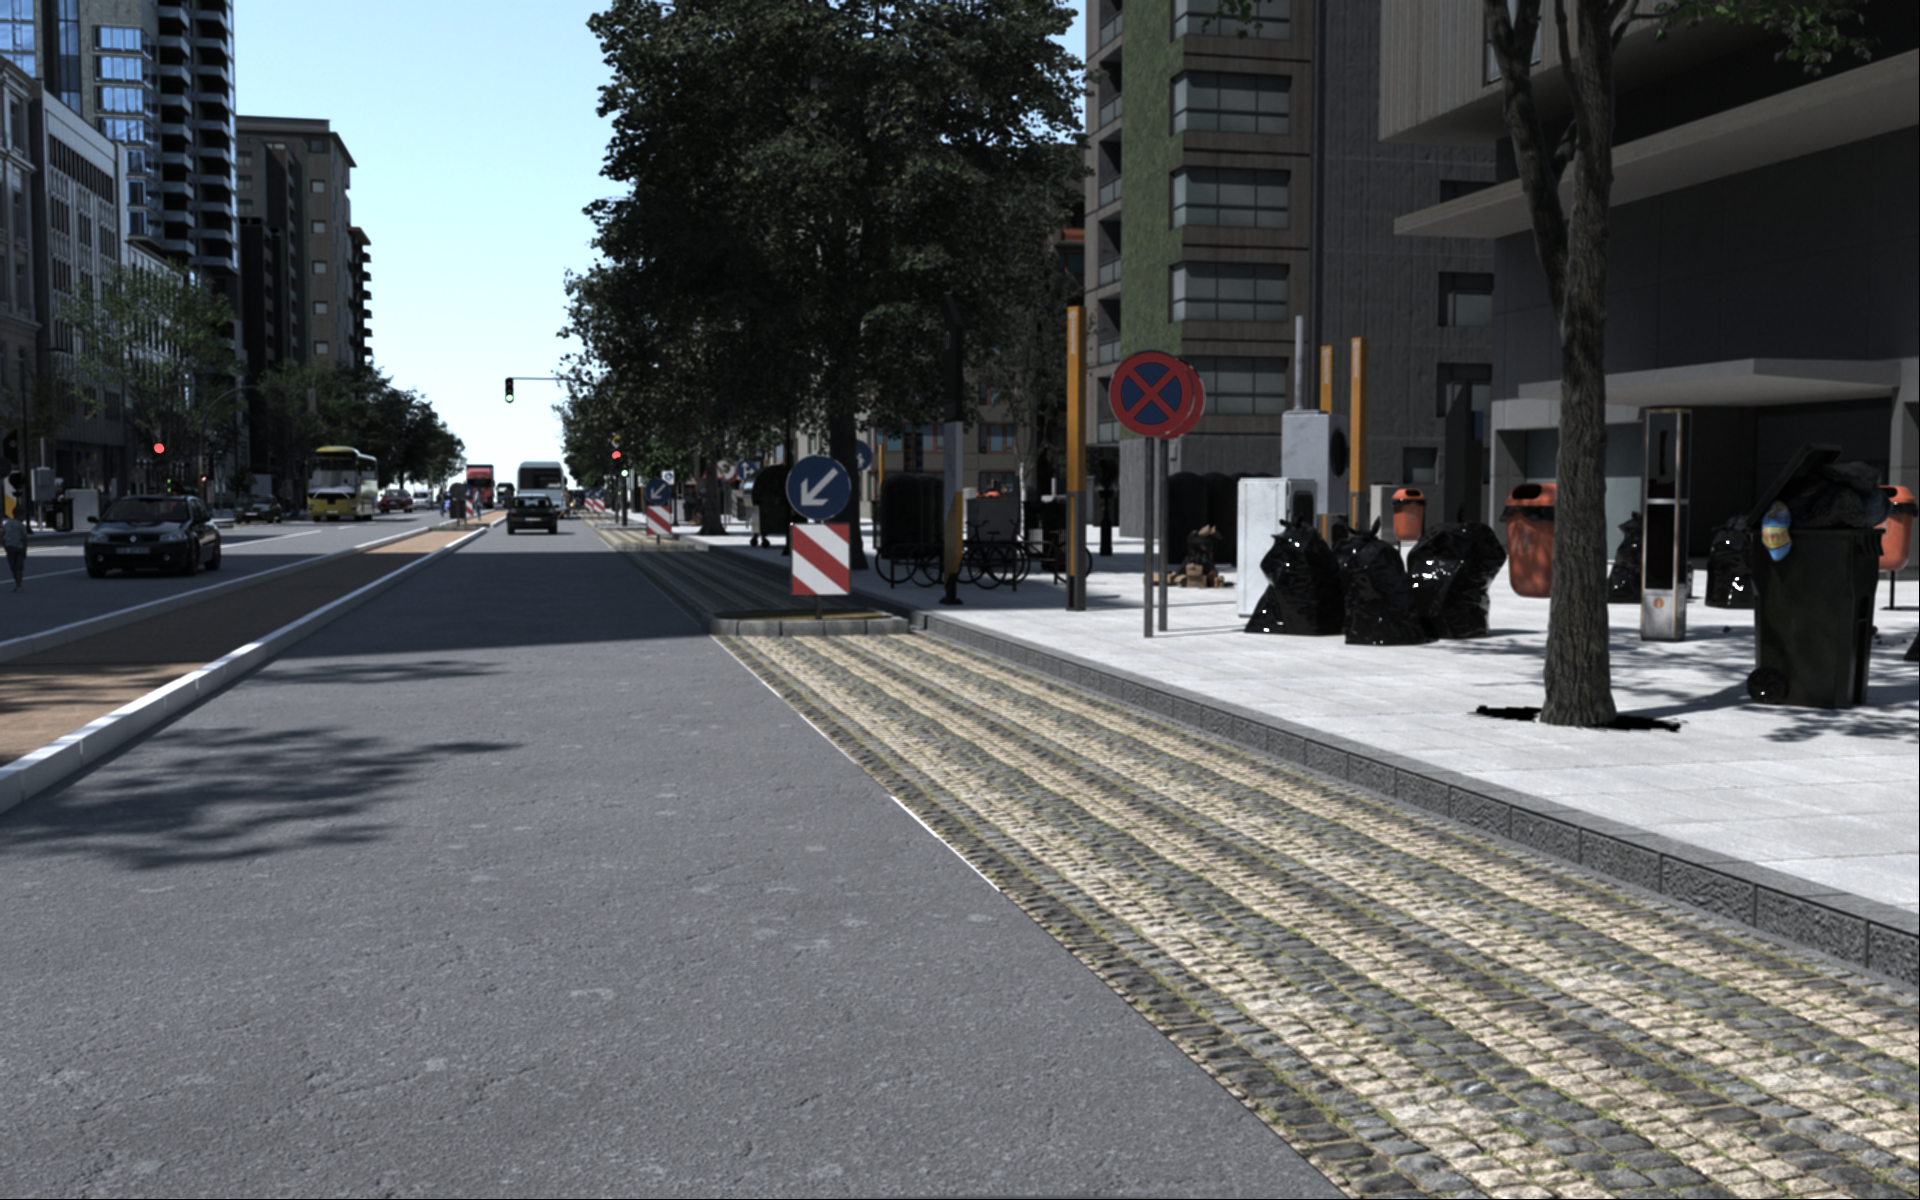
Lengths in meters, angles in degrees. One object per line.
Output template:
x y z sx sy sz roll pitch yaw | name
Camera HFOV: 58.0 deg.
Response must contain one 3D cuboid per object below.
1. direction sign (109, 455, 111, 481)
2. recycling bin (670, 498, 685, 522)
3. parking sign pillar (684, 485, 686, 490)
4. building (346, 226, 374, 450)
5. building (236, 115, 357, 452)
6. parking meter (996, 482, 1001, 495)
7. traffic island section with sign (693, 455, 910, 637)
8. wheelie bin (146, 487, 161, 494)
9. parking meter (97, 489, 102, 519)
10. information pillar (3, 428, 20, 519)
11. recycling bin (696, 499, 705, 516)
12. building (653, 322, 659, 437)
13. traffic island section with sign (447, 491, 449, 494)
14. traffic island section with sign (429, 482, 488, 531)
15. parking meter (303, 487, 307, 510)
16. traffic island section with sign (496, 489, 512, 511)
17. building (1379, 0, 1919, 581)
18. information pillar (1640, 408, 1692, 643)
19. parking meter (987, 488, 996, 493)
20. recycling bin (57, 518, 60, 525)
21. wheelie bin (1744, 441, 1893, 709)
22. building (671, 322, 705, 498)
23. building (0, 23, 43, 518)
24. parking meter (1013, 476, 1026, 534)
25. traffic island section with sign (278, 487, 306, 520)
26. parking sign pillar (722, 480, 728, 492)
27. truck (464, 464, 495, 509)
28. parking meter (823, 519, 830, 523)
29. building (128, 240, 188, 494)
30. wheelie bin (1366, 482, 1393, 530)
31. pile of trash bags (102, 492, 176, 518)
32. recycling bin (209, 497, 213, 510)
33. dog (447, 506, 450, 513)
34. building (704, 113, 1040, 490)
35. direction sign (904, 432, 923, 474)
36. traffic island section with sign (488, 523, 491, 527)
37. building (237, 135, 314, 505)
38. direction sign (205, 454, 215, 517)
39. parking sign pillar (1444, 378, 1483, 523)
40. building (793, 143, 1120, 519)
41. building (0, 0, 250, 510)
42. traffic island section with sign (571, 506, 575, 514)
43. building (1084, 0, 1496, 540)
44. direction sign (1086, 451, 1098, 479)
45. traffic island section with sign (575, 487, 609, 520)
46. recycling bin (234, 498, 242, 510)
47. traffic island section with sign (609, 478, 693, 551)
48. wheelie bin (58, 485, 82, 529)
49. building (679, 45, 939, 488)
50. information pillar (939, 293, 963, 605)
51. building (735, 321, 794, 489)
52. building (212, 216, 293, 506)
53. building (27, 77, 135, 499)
-49.191 -6.643 100.609 0.379 3.537 0.876 0 4 -6 | direction sign
-12.824 -4.102 79.625 0.722 1.027 0.722 0 4 -5 | recycling bin
-20.465 -8.505 127.533 1.447 3.967 1.447 0 4 -1 | parking sign pillar
-104.537 -37.783 272.383 22.147 44.769 28.867 -1 4 -13 | building
-100.817 -40.054 244.114 28.713 52.752 27.495 -1 4 -13 | building
1.815 -4.623 81.297 0.255 1.863 0.399 0 3 0 | parking meter
-1.704 -0.590 18.267 1.989 1.847 2.006 -1 4 -13 | traffic island section with sign
-34.717 -4.086 74.711 0.980 1.594 0.693 -1 4 -17 | wheelie bin
-41.416 -4.569 83.108 0.372 1.533 0.369 0 3 0 | parking meter
-33.662 -4.291 61.514 0.504 3.616 0.183 -1 4 -15 | information pillar
-14.625 -5.163 96.975 0.722 1.027 0.722 3 5 40 | recycling bin
-40.983 -41.251 294.065 23.786 49.044 30.456 -1 4 -13 | building
-73.393 -14.694 248.873 1.989 1.847 2.006 -1 4 -13 | traffic island section with sign
-19.570 -3.624 67.382 2.006 1.907 1.989 -1 4 -13 | traffic island section with sign
-54.172 -8.410 143.219 0.255 1.863 0.399 -2 4 -30 | parking meter
-38.578 -8.537 147.718 2.006 1.907 1.989 -1 4 -13 | traffic island section with sign
24.780 -26.694 25.686 28.713 52.752 27.495 -1 4 -13 | building
6.142 -0.647 15.072 0.304 2.012 0.304 3 4 39 | information pillar
1.309 -3.903 72.221 0.372 1.533 0.369 0 3 0 | parking meter
-37.470 -3.682 72.748 0.722 1.027 0.722 3 5 40 | recycling bin
5.265 -0.166 10.615 0.693 1.594 0.980 3 5 42 | wheelie bin
-34.873 -37.345 265.215 22.147 44.769 28.867 -1 4 -13 | building
-56.157 -18.423 87.127 13.634 28.700 20.117 -1 4 -13 | building
1.923 -3.072 55.944 0.255 1.863 0.399 3 4 37 | parking meter
-36.920 -5.265 94.715 1.989 1.847 2.006 -1 4 -13 | traffic island section with sign
-20.165 -9.821 149.046 1.447 3.967 1.447 -1 4 -18 | parking sign pillar
-46.111 -10.861 166.488 2.839 4.237 11.283 -1 4 -14 | truck
-3.394 -2.433 45.490 0.255 1.863 0.399 3 5 41 | parking meter
-63.107 -16.937 126.067 9.793 20.994 18.267 -1 4 -13 | building
11.092 -2.291 45.369 0.693 1.594 0.980 -2 4 -31 | wheelie bin
-40.456 -4.632 85.482 3.447 1.369 1.912 -2 4 -29 | pile of trash bags
-58.988 -7.522 135.538 0.722 1.027 0.722 3 5 39 | recycling bin
-39.111 -6.939 132.738 0.540 0.507 0.406 1 4 10 | dog
-10.171 -29.900 180.741 32.217 40.220 23.993 -1 4 -13 | building
-1.720 -4.397 63.882 0.876 3.537 0.379 -3 5 -40 | direction sign
-21.267 -4.065 74.593 2.006 1.907 1.989 -1 4 -13 | traffic island section with sign
-80.080 -31.068 191.552 14.154 41.232 14.086 -1 4 -13 | building
-42.412 -6.481 97.966 0.876 3.537 0.379 3 5 40 | direction sign
11.887 -3.208 40.928 1.447 3.967 1.447 0 4 -5 | parking sign pillar
6.283 -15.919 105.320 28.899 21.520 27.650 -1 4 -13 | building
-76.277 -51.425 153.478 22.319 86.520 31.000 -1 4 -13 | building
-26.718 -7.059 124.041 1.989 1.847 2.006 -1 4 -13 | traffic island section with sign
11.210 -22.647 53.878 14.154 41.232 14.086 -1 4 -13 | building
6.919 -6.076 91.341 0.876 3.537 0.379 -2 4 -32 | direction sign
-20.528 -5.454 97.804 1.989 1.847 2.006 -1 4 -13 | traffic island section with sign
-45.570 -5.954 109.900 0.722 1.027 0.722 -3 5 -45 | recycling bin
-7.903 -2.194 44.502 1.989 1.847 2.006 -1 4 -13 | traffic island section with sign
-32.526 -3.404 63.558 0.980 1.594 0.693 -3 4 -37 | wheelie bin
-17.885 -37.658 204.943 28.713 52.752 27.495 -1 4 -13 | building
-0.081 -1.754 20.031 0.183 3.616 0.504 -1 4 -17 | information pillar
-2.204 -17.784 135.814 27.650 21.520 28.899 -1 4 -13 | building
-77.378 -24.854 178.060 14.160 30.474 14.107 -1 4 -13 | building
-60.109 -17.679 107.069 12.078 24.808 19.932 -1 4 -13 | building
